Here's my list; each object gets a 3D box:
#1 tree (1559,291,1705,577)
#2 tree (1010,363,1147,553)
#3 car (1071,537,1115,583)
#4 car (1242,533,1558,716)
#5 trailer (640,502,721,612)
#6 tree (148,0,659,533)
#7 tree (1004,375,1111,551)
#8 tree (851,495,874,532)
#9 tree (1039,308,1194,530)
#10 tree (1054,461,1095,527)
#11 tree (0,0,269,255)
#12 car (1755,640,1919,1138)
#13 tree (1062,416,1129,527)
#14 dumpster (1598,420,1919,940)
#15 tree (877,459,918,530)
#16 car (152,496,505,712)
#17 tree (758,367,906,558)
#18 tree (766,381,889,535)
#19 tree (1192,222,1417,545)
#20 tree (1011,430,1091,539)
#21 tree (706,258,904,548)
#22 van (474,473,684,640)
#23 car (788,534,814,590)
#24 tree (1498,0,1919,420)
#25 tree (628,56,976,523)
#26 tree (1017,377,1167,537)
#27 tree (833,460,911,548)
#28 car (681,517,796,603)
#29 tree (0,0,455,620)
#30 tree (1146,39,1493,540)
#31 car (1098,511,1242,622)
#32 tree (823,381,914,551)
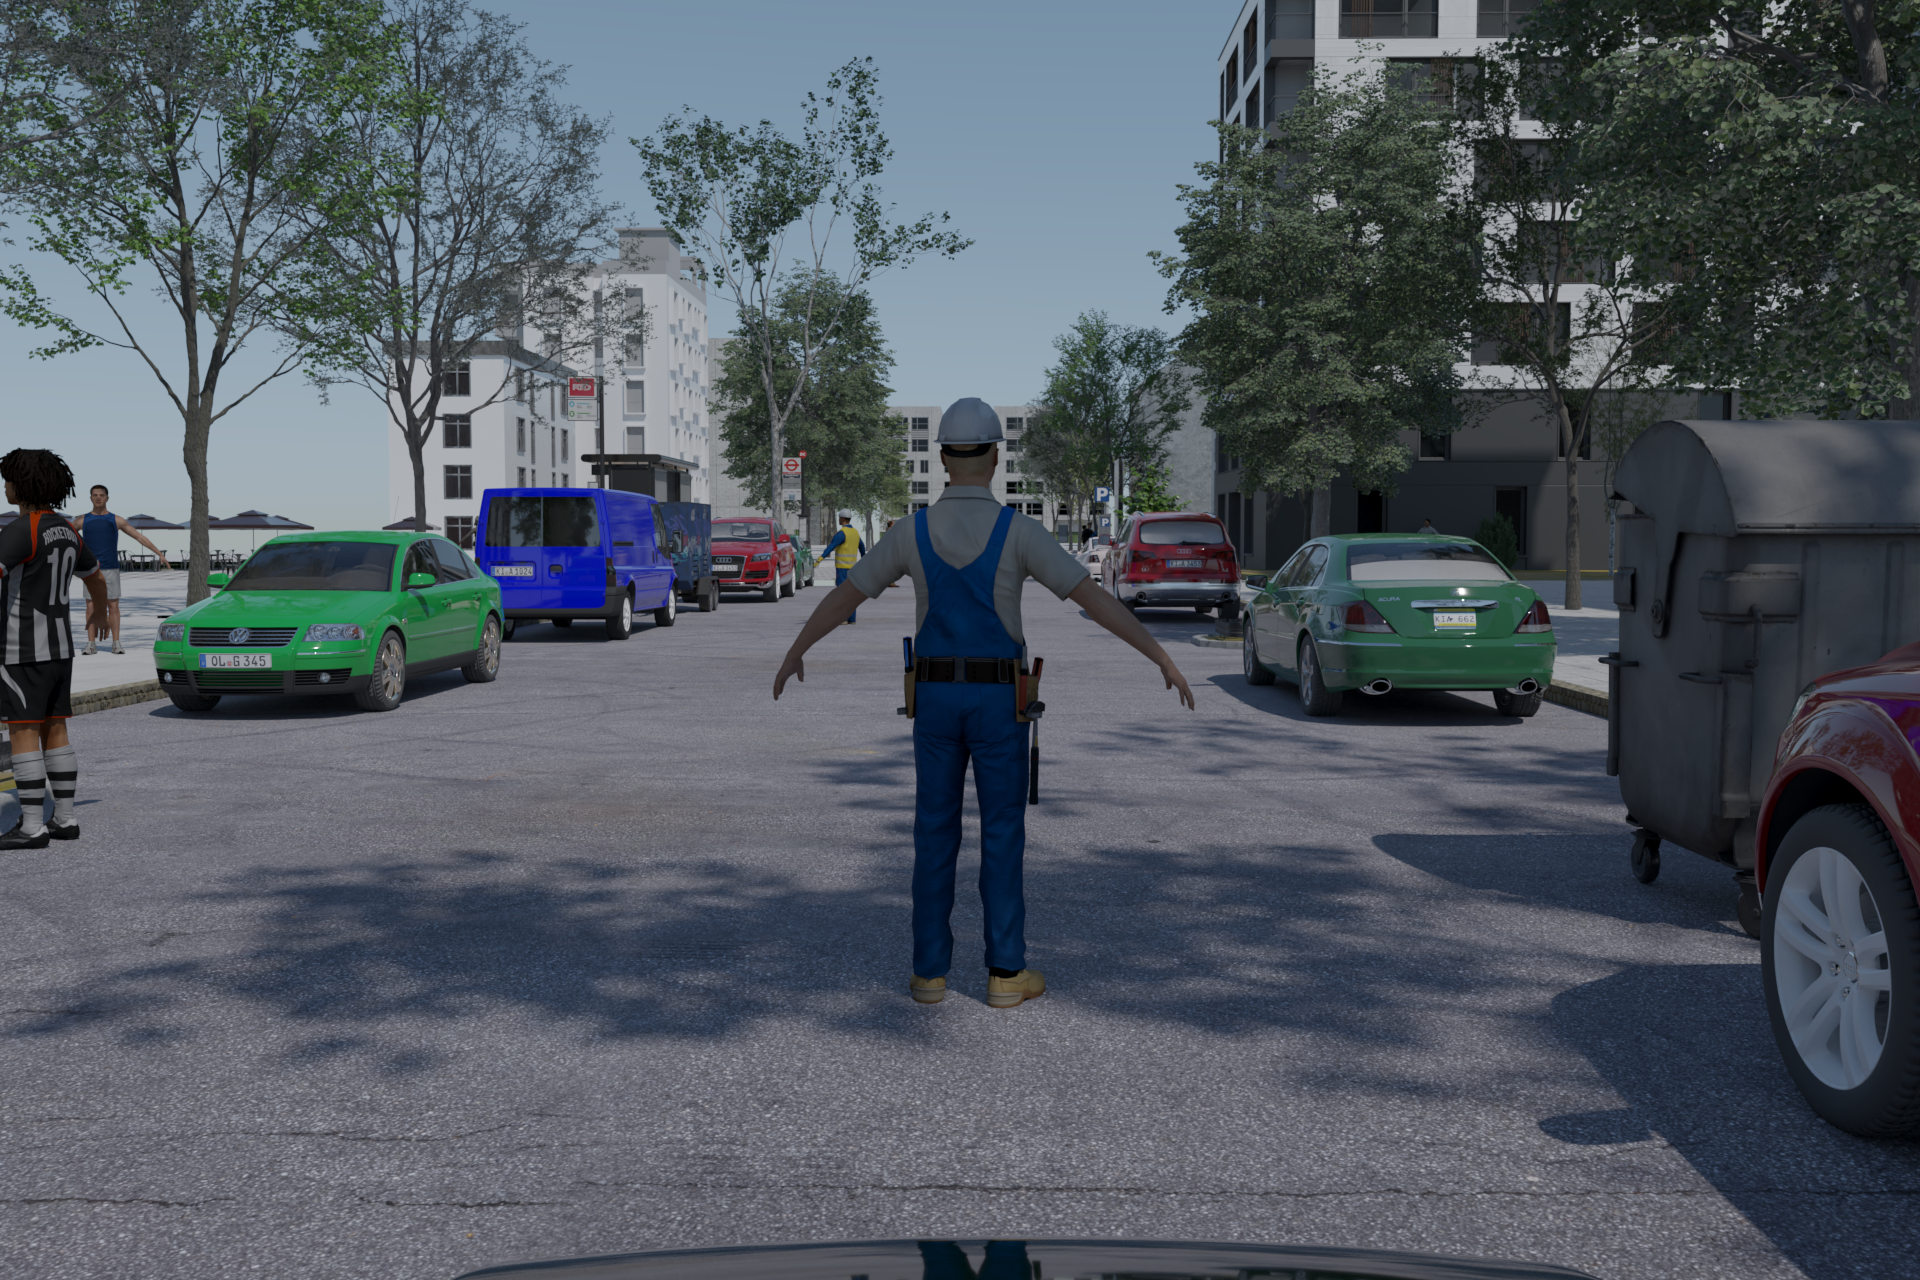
[{"bbox_3d":[19.476,-6.227,52.178,4.360,8.622,3.978,0,3,0],"label":"tree"},{"bbox_3d":[8.288,-12.725,118.425,12.009,13.543,11.850,0,3,0],"label":"tree"},{"bbox_3d":[4.022,-2.058,46.009,2.083,1.381,4.827,0,4,0],"label":"car"},{"bbox_3d":[3.639,-0.198,15.043,2.131,1.459,4.920,0,4,0],"label":"car"},{"bbox_3d":[-5.277,-1.487,31.366,1.471,1.999,3.904,0,4,1],"label":"trailer"},{"bbox_3d":[-11.507,-7.720,36.588,12.009,13.543,11.850,0,3,0],"label":"tree"},{"bbox_3d":[8.354,-13.539,131.731,12.009,13.543,11.850,0,3,0],"label":"tree"},{"bbox_3d":[-13.389,-17.859,242.350,4.737,8.622,4.395,0,3,0],"label":"tree"},{"bbox_3d":[7.251,-9.464,80.499,9.928,11.665,9.643,0,3,0],"label":"tree"},{"bbox_3d":[9.131,-11.681,141.347,4.737,8.622,4.395,0,3,0],"label":"tree"},{"bbox_3d":[-11.209,-6.442,15.695,12.009,13.543,11.850,0,3,0],"label":"tree"},{"bbox_3d":[3.071,0.377,2.508,2.281,1.827,5.304,0,4,1],"label":"car"},{"bbox_3d":[8.194,-9.571,106.855,4.737,8.622,4.395,0,3,0],"label":"tree"},{"bbox_3d":[3.528,0.100,6.581,1.865,1.857,1.264,0,3,0],"label":"dumpster"},{"bbox_3d":[-6.391,-12.490,154.569,4.360,8.622,3.978,0,3,0],"label":"tree"},{"bbox_3d":[-5.432,-0.404,15.400,1.959,1.807,4.718,0,4,1],"label":"car"},{"bbox_3d":[-7.141,-9.700,93.013,8.767,10.594,7.601,0,4,-2],"label":"tree"},{"bbox_3d":[-7.682,-10.407,104.566,7.601,10.594,8.767,2,4,35],"label":"tree"},{"bbox_3d":[11.397,-8.020,56.889,9.928,11.665,9.643,0,3,0],"label":"tree"},{"bbox_3d":[8.362,-13.760,150.727,9.928,11.665,9.643,0,3,0],"label":"tree"},{"bbox_3d":[-7.321,-10.729,82.069,9.857,13.997,8.962,0,3,0],"label":"tree"},{"bbox_3d":[-5.400,-1.266,25.082,2.240,2.365,5.245,0,4,1],"label":"van"},{"bbox_3d":[-4.948,-2.102,46.173,2.131,1.459,4.920,0,4,1],"label":"car"},{"bbox_3d":[10.191,-6.813,18.041,9.857,13.997,8.962,0,3,0],"label":"tree"},{"bbox_3d":[-6.174,-12.998,68.407,12.611,20.169,13.585,0,3,0],"label":"tree"},{"bbox_3d":[7.741,-10.058,98.861,8.767,10.594,7.601,-1,4,-17],"label":"tree"},{"bbox_3d":[-7.490,-12.785,143.451,7.601,10.594,8.767,2,4,28],"label":"tree"},{"bbox_3d":[-4.791,-1.789,37.917,2.281,1.827,5.304,0,4,1],"label":"car"},{"bbox_3d":[-11.494,-6.133,26.030,9.928,11.665,9.643,0,3,0],"label":"tree"},{"bbox_3d":[9.731,-8.560,46.611,9.857,13.997,8.962,0,3,0],"label":"tree"},{"bbox_3d":[3.567,-1.297,29.885,2.281,1.827,5.304,0,4,1],"label":"car"},{"bbox_3d":[-7.234,-12.860,128.395,7.486,12.596,7.792,0,3,0],"label":"tree"}]
